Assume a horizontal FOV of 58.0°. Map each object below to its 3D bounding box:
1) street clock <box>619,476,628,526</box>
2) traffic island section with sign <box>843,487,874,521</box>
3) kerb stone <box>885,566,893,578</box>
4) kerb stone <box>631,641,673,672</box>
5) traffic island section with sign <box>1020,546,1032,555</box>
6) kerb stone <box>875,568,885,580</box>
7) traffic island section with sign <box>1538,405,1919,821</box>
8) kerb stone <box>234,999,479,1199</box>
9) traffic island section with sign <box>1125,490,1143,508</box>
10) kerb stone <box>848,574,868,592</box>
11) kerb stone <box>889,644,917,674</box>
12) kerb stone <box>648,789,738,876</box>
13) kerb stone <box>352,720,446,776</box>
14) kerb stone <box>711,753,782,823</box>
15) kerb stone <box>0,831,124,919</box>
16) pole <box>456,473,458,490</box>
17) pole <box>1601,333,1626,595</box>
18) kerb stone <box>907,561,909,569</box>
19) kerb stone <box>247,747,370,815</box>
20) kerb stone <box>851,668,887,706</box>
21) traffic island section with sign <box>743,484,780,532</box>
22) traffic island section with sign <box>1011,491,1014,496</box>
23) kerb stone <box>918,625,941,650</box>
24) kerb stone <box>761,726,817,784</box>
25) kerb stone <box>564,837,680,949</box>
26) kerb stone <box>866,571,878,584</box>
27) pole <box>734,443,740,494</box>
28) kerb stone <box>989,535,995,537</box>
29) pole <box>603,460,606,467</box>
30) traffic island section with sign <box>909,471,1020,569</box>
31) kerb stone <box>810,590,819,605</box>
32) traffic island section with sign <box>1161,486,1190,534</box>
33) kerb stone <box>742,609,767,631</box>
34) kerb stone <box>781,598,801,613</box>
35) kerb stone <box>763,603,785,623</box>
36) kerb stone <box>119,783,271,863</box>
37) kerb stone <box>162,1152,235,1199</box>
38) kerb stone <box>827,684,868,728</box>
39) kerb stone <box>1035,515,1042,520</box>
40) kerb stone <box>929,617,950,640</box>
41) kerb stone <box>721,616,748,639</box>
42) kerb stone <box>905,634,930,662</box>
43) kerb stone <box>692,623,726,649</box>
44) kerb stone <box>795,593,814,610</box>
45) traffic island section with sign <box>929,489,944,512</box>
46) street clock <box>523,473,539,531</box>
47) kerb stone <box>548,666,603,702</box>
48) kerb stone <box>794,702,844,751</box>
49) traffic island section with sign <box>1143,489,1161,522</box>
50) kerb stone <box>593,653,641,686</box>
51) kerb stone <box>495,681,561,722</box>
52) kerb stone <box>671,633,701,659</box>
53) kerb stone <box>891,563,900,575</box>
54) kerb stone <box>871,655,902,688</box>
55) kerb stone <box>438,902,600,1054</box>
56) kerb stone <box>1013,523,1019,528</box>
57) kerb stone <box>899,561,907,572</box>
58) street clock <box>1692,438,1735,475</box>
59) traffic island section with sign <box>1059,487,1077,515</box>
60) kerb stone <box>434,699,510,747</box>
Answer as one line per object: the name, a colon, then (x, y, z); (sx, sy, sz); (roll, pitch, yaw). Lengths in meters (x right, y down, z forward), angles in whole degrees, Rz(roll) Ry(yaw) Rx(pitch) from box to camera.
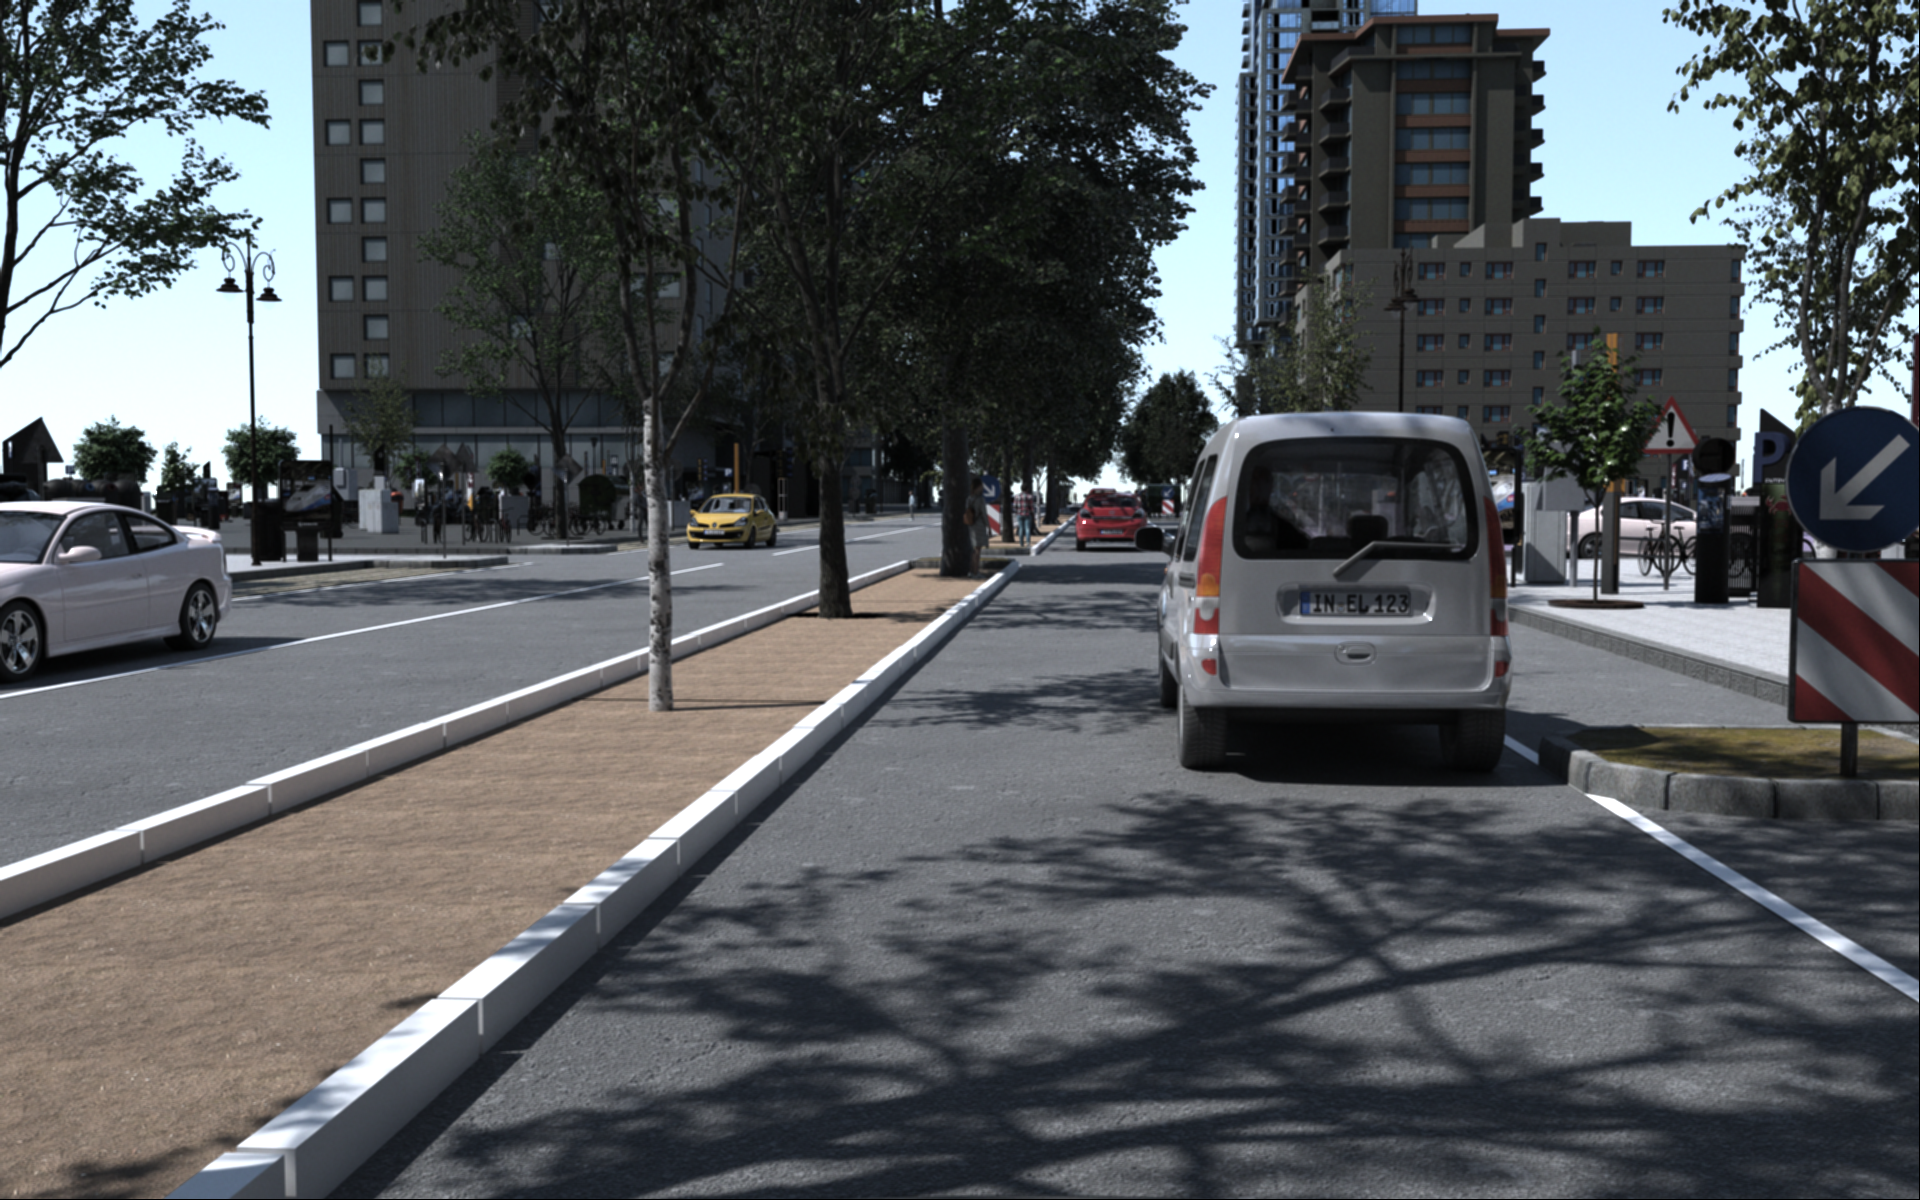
street clock: (-13.245, -3.862, 67.721); (0.471, 2.002, 0.358); (-2, 4, -25)
traffic island section with sign: (-5.605, -5.072, 91.550); (1.989, 1.847, 2.006); (0, 4, 5)
kerb stone: (-1.312, -0.456, 29.657); (0.120, 0.150, 1.000); (0, 4, 5)
kerb stone: (-2.575, 0.482, 14.319); (0.120, 0.150, 1.000); (0, 4, 5)
traffic island section with sign: (0.697, -2.028, 41.288); (2.006, 1.907, 1.989); (0, 4, 5)
kerb stone: (-1.398, -0.394, 28.639); (0.120, 0.150, 1.000); (0, 4, 5)
traffic island section with sign: (4.000, 0.004, 8.557); (1.989, 1.847, 2.006); (0, 4, 5)
kerb stone: (-1.322, 1.119, 3.900); (0.120, 0.150, 1.000); (0, 4, 5)
traffic island section with sign: (17.048, -9.702, 167.249); (1.989, 1.847, 2.006); (0, 4, 5)
kerb stone: (-1.573, -0.269, 26.598); (0.120, 0.150, 1.000); (0, 4, 5)
kerb stone: (-0.487, 0.495, 14.121); (0.120, 0.150, 1.000); (0, 4, 5)
kerb stone: (-1.068, 0.931, 6.976); (0.120, 0.150, 1.000); (0, 4, 5)
kerb stone: (-2.995, 0.794, 9.208); (0.120, 0.150, 1.000); (0, 4, 5)
kerb stone: (-0.985, 0.868, 8.003); (0.120, 0.150, 1.000); (0, 4, 5)
kerb stone: (-3.243, 0.992, 6.150); (0.120, 0.150, 1.000); (0, 4, 5)
pole: (-32.769, -7.279, 112.860); (0.158, 3.312, 0.155); (0, 3, 0)
pole: (8.326, -1.728, 22.095); (0.158, 3.312, 0.155); (0, 3, 0)
kerb stone: (-1.057, -0.643, 32.714); (0.120, 0.150, 1.000); (0, 4, 5)
kerb stone: (-3.073, 0.857, 8.186); (0.120, 0.150, 1.000); (0, 4, 5)
kerb stone: (-0.649, 0.619, 12.083); (0.120, 0.150, 1.000); (0, 4, 5)
traffic island section with sign: (-7.812, -3.429, 64.685); (1.989, 1.847, 2.006); (0, 4, 5)
traffic island section with sign: (7.538, -14.845, 251.339); (1.989, 1.847, 2.006); (0, 4, 5)
kerb stone: (-0.312, 0.371, 16.164); (0.120, 0.150, 1.000); (0, 4, 5)
kerb stone: (-0.898, 0.810, 9.022); (0.120, 0.150, 1.000); (0, 4, 5)
kerb stone: (-1.151, 0.997, 5.950); (0.120, 0.150, 1.000); (0, 4, 5)
kerb stone: (-1.480, -0.332, 27.616); (0.120, 0.150, 1.000); (0, 4, 5)
pole: (-8.951, -4.629, 69.531); (0.158, 3.312, 0.155); (0, 3, 0)
kerb stone: (1.168, -2.295, 59.808); (0.120, 0.150, 1.000); (0, 4, 5)
pole: (-21.210, -6.696, 103.315); (0.158, 3.312, 0.155); (0, 3, 0)
traffic island section with sign: (0.081, -1.576, 33.906); (2.006, 1.907, 1.989); (0, 4, 5)
kerb stone: (-1.898, -0.019, 22.500); (0.120, 0.150, 1.000); (0, 4, 5)
traffic island section with sign: (8.497, -3.349, 63.387); (1.989, 1.847, 2.006); (0, 4, 5)
kerb stone: (-2.231, 0.231, 18.412); (0.120, 0.150, 1.000); (0, 4, 5)
kerb stone: (-2.060, 0.106, 20.455); (0.120, 0.150, 1.000); (0, 4, 5)
kerb stone: (-2.149, 0.171, 19.437); (0.120, 0.150, 1.000); (0, 4, 5)
kerb stone: (-3.160, 0.929, 7.168); (0.120, 0.150, 1.000); (0, 4, 5)
kerb stone: (-1.413, 1.182, 2.876); (0.120, 0.150, 1.000); (0, 4, 5)
kerb stone: (-0.732, 0.681, 11.064); (0.120, 0.150, 1.000); (0, 4, 5)
kerb stone: (4.617, -4.858, 101.706); (0.120, 0.150, 1.000); (0, 4, 5)
kerb stone: (-0.230, 0.307, 17.183); (0.120, 0.150, 1.000); (0, 4, 5)
kerb stone: (-2.320, 0.295, 17.387); (0.120, 0.150, 1.000); (0, 4, 5)
kerb stone: (-0.392, 0.434, 15.144); (0.120, 0.150, 1.000); (0, 4, 5)
kerb stone: (-2.399, 0.357, 16.362); (0.120, 0.150, 1.000); (0, 4, 5)
kerb stone: (-1.989, 0.044, 21.482); (0.120, 0.150, 1.000); (0, 4, 5)
traffic island section with sign: (-1.451, -8.168, 142.177); (1.989, 1.847, 2.006); (0, 4, 5)
street clock: (-14.788, -3.374, 59.743); (0.471, 2.002, 0.358); (1, 4, 15)
kerb stone: (-2.747, 0.607, 12.268); (0.120, 0.150, 1.000); (0, 4, 5)
kerb stone: (-0.820, 0.743, 10.045); (0.120, 0.150, 1.000); (0, 4, 5)
traffic island section with sign: (10.765, -5.027, 90.826); (1.989, 1.847, 2.006); (0, 4, 5)
kerb stone: (-2.660, 0.545, 13.286); (0.120, 0.150, 1.000); (0, 4, 5)
kerb stone: (-2.824, 0.670, 11.248); (0.120, 0.150, 1.000); (0, 4, 5)
kerb stone: (-2.490, 0.428, 15.340); (0.120, 0.150, 1.000); (0, 4, 5)
kerb stone: (-1.228, -0.516, 30.676); (0.120, 0.150, 1.000); (0, 4, 5)
kerb stone: (-0.572, 0.556, 13.102); (0.120, 0.150, 1.000); (0, 4, 5)
kerb stone: (-1.237, 1.060, 4.926); (0.120, 0.150, 1.000); (0, 4, 5)
kerb stone: (2.510, -3.291, 76.158); (0.120, 0.150, 1.000); (0, 4, 5)
kerb stone: (-1.141, -0.580, 31.695); (0.120, 0.150, 1.000); (0, 4, 5)
street clock: (9.759, -1.095, 22.480); (0.471, 2.002, 0.358); (0, 4, 0)
traffic island section with sign: (6.845, -6.608, 116.175); (2.006, 1.907, 1.989); (0, 4, 5)
kerb stone: (-2.904, 0.732, 10.226); (0.120, 0.150, 1.000); (0, 4, 5)
